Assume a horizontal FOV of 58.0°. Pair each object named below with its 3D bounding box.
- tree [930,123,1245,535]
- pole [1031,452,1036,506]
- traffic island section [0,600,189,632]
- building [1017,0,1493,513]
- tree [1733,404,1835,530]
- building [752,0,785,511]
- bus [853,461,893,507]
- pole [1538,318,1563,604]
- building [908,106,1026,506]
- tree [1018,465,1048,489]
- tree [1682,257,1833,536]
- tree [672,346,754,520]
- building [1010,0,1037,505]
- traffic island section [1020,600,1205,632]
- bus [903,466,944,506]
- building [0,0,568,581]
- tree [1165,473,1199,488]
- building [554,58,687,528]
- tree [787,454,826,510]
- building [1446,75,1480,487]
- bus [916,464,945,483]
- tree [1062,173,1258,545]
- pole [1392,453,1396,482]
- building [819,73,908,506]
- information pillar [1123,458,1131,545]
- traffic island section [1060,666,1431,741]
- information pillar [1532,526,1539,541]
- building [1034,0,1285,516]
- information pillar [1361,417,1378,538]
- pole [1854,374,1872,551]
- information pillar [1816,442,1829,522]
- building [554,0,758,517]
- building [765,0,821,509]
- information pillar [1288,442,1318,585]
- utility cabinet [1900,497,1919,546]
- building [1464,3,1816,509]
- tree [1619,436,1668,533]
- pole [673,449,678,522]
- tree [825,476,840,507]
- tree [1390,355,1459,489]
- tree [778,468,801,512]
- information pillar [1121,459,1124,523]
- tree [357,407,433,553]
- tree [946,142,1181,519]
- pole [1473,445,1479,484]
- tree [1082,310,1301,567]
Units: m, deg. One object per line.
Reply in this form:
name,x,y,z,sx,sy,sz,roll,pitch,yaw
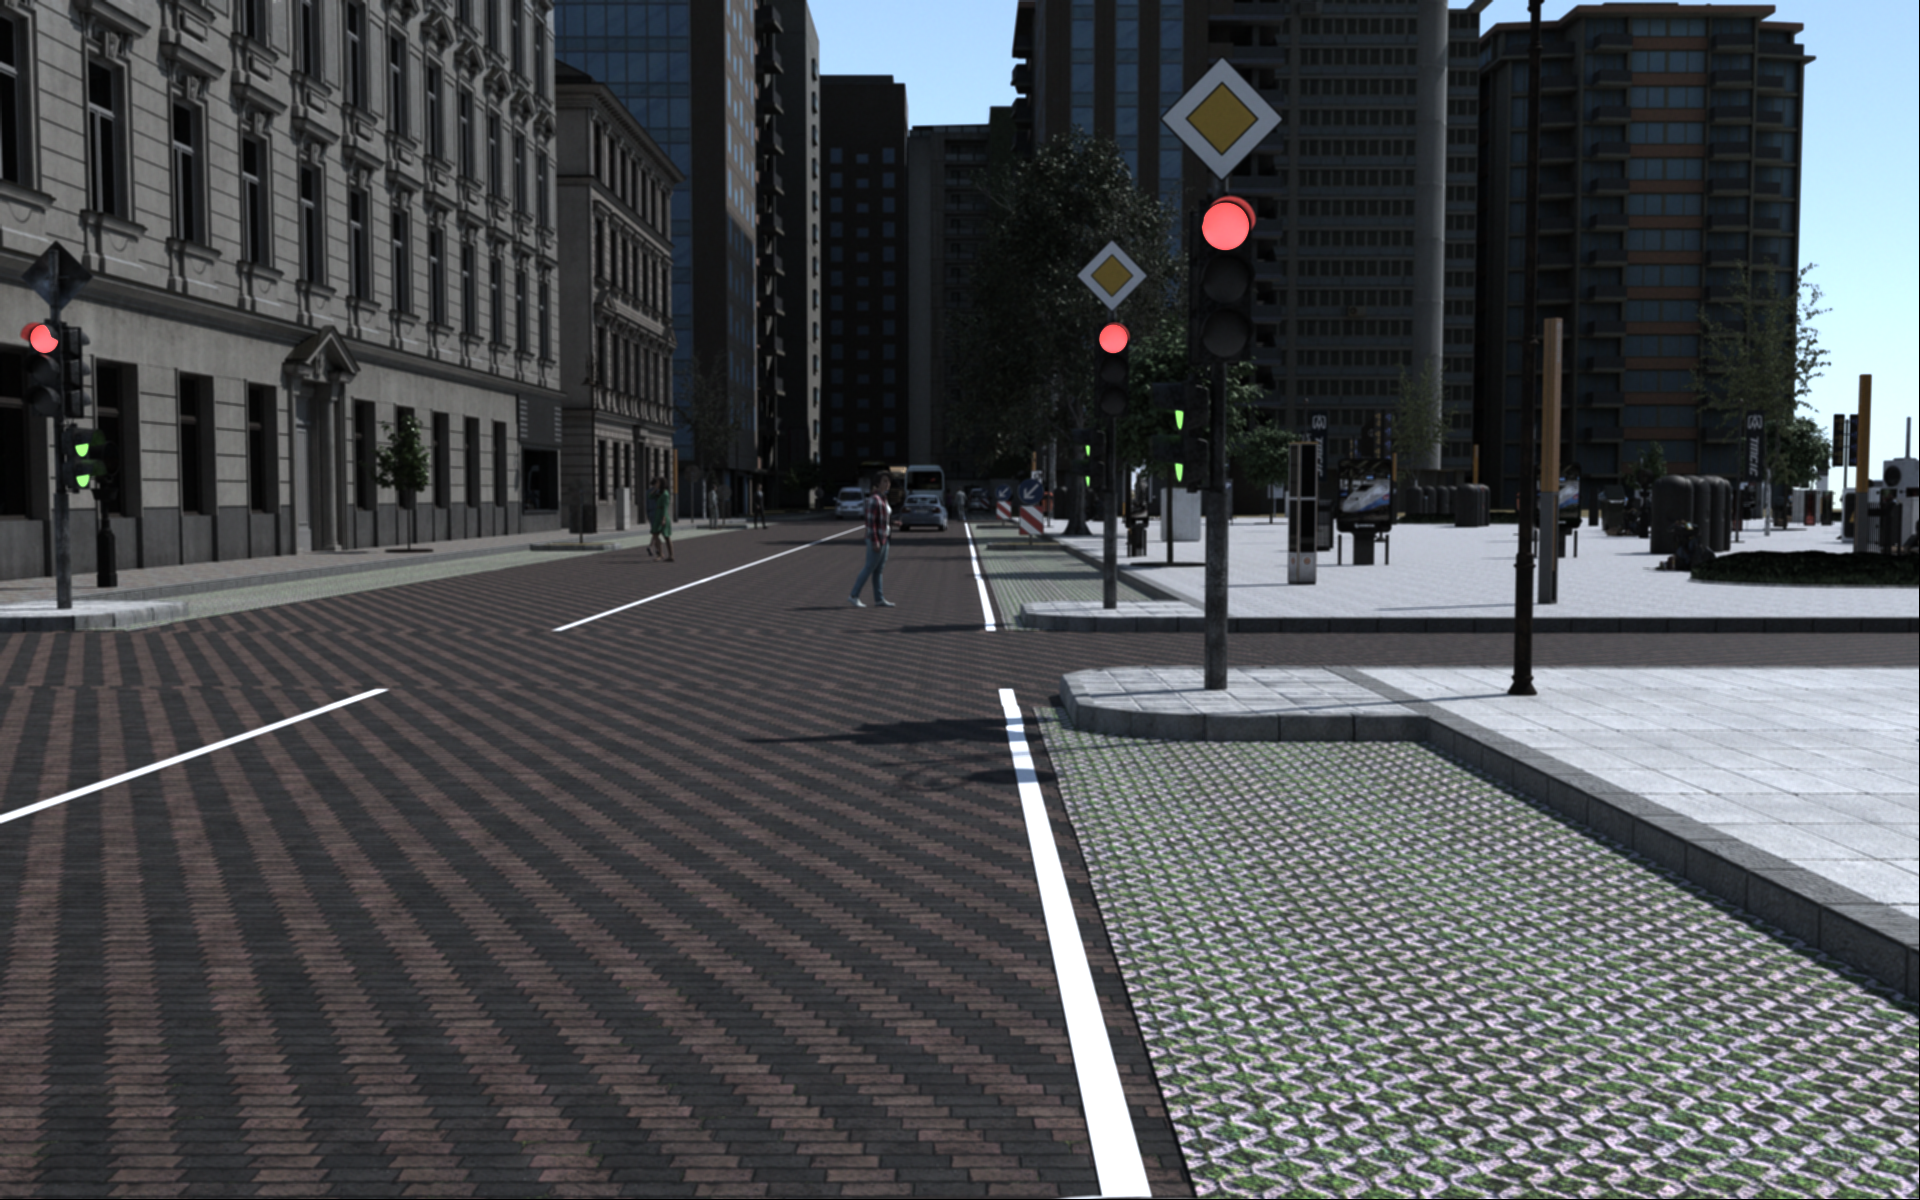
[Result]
tree,3.766,-8.377,53.964,9.611,12.733,9.660,0,3,0
pole,3.545,-5.477,83.385,0.158,3.312,0.155,0,3,0
traffic island section,-10.041,0.177,19.393,2.009,0.180,2.903,0,3,0
building,20.602,-26.671,127.959,32.217,40.220,23.993,0,3,0
tree,29.654,-4.787,61.974,4.285,4.588,4.351,0,3,0
building,-24.328,-28.660,123.217,22.147,44.769,28.867,0,3,0
bus,-6.583,-8.641,132.833,2.896,3.916,12.252,0,4,-2
pole,6.880,-1.611,20.183,0.158,3.312,0.155,0,3,0
building,1.413,-30.734,186.098,14.086,41.232,14.154,0,3,0
tree,4.266,-6.501,100.894,1.663,3.219,1.824,0,3,0
tree,24.618,-6.275,52.963,4.737,8.622,4.395,0,3,0
tree,-12.648,-8.360,87.049,4.360,8.622,3.978,0,3,0
building,15.715,-30.572,154.479,22.147,44.769,28.867,0,3,0
traffic island section,1.701,0.176,19.395,2.009,0.180,2.903,0,3,0
bus,-2.457,-7.538,118.109,2.948,3.499,13.247,0,4,-1
building,-21.958,-16.194,41.189,17.030,29.872,44.131,0,3,0
tree,9.670,-4.860,74.056,1.663,3.219,1.824,0,3,0
building,-18.266,-12.755,73.169,10.561,19.102,19.286,0,3,0
tree,-12.501,-9.641,141.351,4.285,4.588,4.351,0,3,0
building,39.363,-29.260,161.997,14.086,41.232,14.154,0,3,0
bus,-2.692,-9.020,139.022,2.896,3.916,12.252,0,4,0
tree,4.513,-5.507,40.407,4.360,8.622,3.978,0,3,0
pole,21.479,-5.618,85.692,0.158,3.312,0.155,0,3,0
building,-12.729,-32.750,185.581,14.200,45.320,14.600,0,3,0
information pillar,4.425,-3.210,43.843,0.183,3.616,0.504,-2,4,-27
traffic island section,1.706,0.665,11.410,2.009,0.180,2.903,0,3,0
information pillar,15.560,-2.602,47.033,0.304,2.012,0.304,2,4,32
building,11.902,-28.045,108.646,14.600,45.320,14.200,0,3,0
information pillar,11.999,-3.634,50.770,0.504,3.616,0.183,2,4,34
pole,15.415,-2.186,29.581,0.158,3.312,0.155,0,3,0
information pillar,38.936,-5.310,78.178,0.504,3.616,0.183,1,4,14
building,-19.699,-27.604,101.435,14.600,45.320,14.200,0,3,0
building,-24.111,-32.690,158.182,21.600,48.544,21.300,0,3,0
information pillar,4.863,-1.228,24.577,0.304,2.012,0.304,-1,4,-18
utility cabinet,22.045,-1.762,39.971,1.020,1.237,0.306,-3,4,-37
building,61.032,-30.763,157.597,28.867,44.769,22.147,0,3,0
tree,22.844,-3.816,56.996,1.663,3.219,1.824,0,3,0
pole,-12.867,-5.165,78.294,0.158,3.312,0.155,0,3,0
tree,-12.932,-10.821,171.530,1.663,3.219,1.824,0,3,0
tree,24.303,-8.665,92.041,4.737,8.622,4.395,0,3,0
tree,-12.281,-7.973,124.962,1.663,3.219,1.824,0,3,0
information pillar,7.261,-5.218,76.667,0.183,3.616,0.504,0,4,3
tree,-12.224,-2.683,38.476,1.663,3.219,1.824,0,3,0
tree,5.620,-14.414,91.550,12.611,20.169,13.585,0,3,0
pole,21.282,-4.750,71.513,0.158,3.312,0.155,0,3,0
tree,3.867,-2.894,31.039,4.285,4.588,4.351,0,3,0
